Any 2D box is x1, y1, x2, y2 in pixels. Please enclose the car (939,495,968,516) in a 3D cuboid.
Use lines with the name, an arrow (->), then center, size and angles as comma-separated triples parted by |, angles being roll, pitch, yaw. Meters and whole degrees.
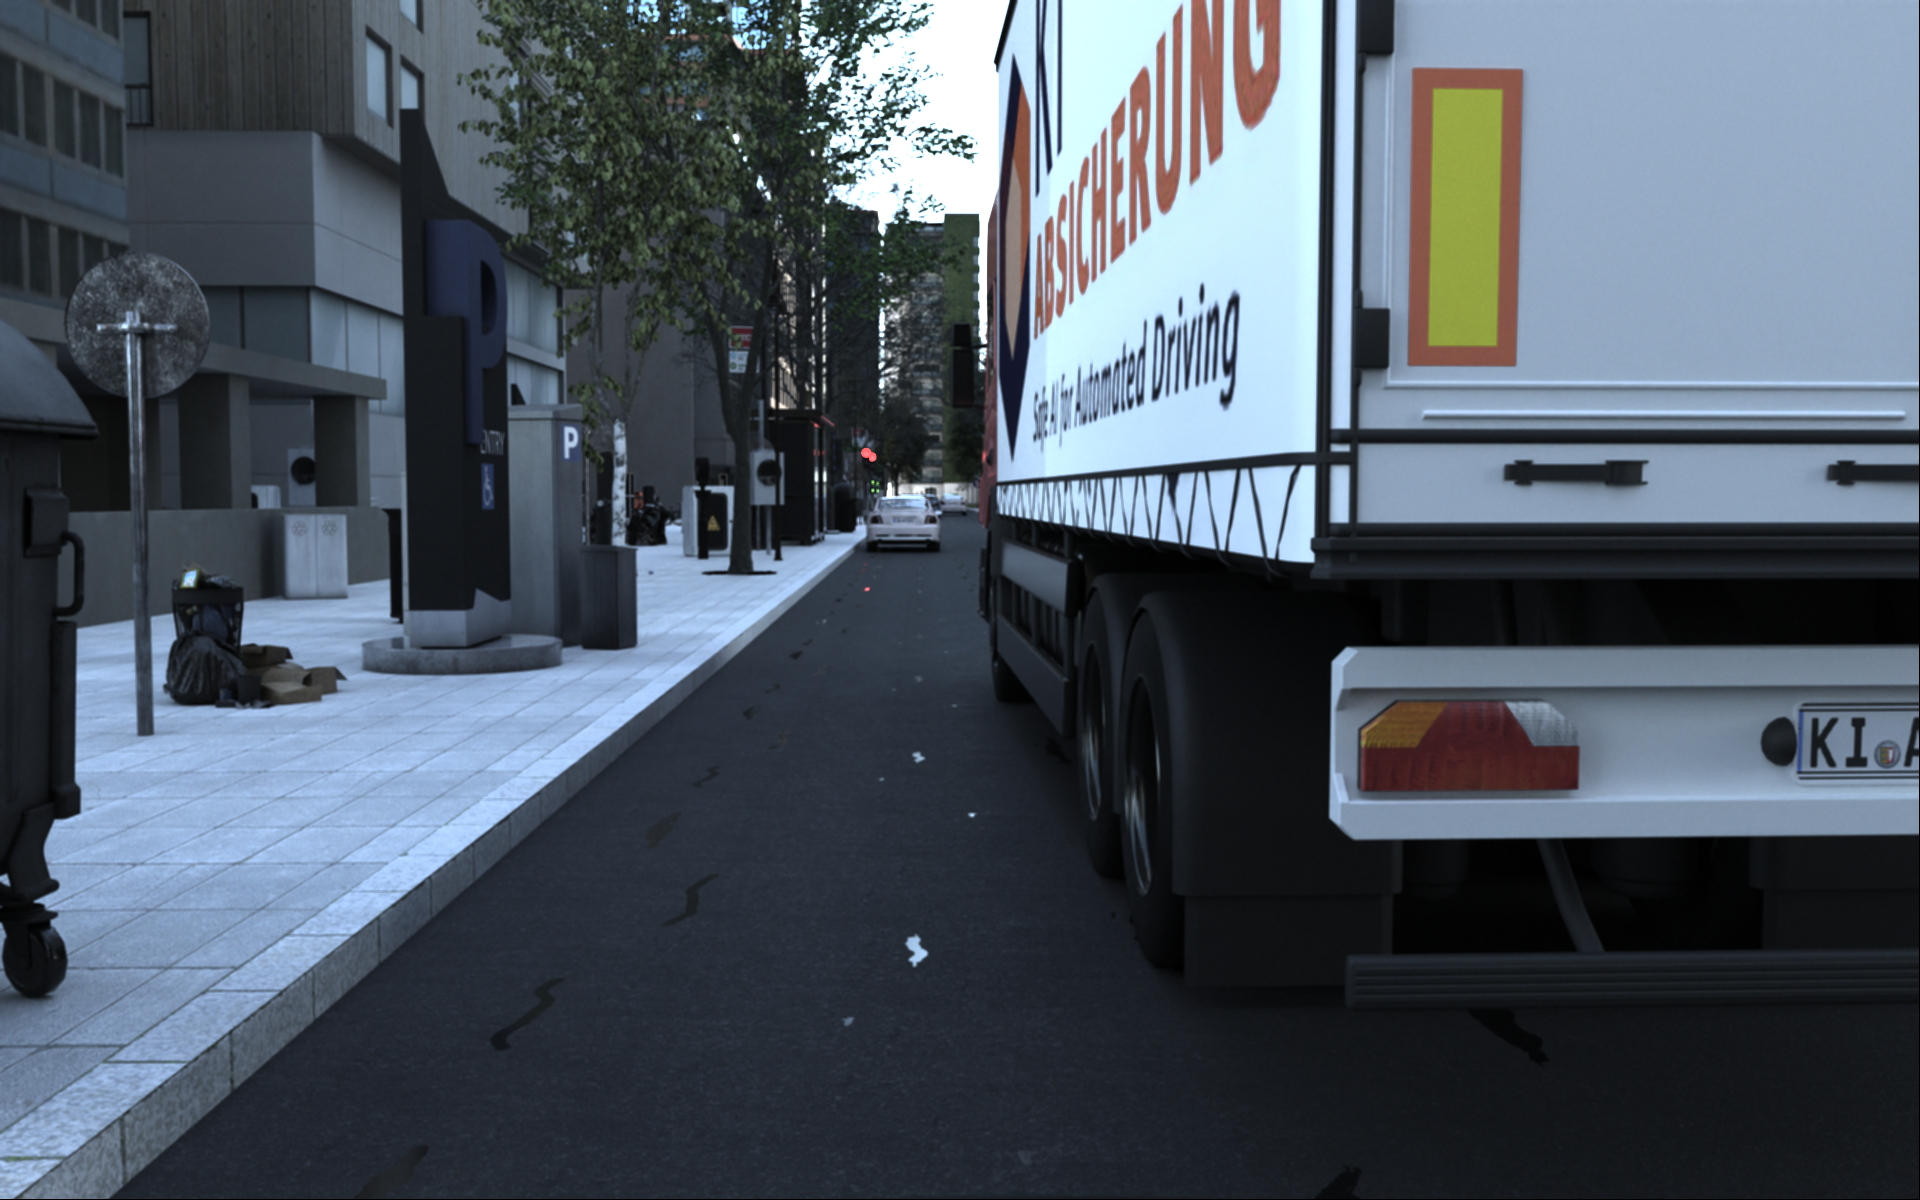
car -> -0.494, -6.399, 116.988 | 2.083, 1.381, 4.827 | 0, 4, -1

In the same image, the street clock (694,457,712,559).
street clock -> -5.076, -1.811, 34.184 | 0.358, 2.002, 0.471 | -1, 4, -14

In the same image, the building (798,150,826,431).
building -> -22.197, -31.008, 190.577 | 14.154, 41.232, 14.086 | 0, 4, -1

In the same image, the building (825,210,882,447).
building -> -26.106, -36.822, 256.656 | 28.867, 44.769, 22.147 | 0, 4, -1

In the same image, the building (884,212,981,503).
building -> -4.152, -34.837, 253.175 | 14.086, 41.232, 14.154 | 0, 4, -1

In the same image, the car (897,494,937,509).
car -> -1.922, -3.651, 69.484 | 2.009, 1.686, 4.222 | 0, 4, -2

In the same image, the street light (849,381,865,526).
street light -> -4.195, -5.908, 69.378 | 0.468, 5.910, 1.993 | 0, 4, -1

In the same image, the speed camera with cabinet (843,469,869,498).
speed camera with cabinet -> -5.802, -5.973, 91.995 | 2.038, 3.252, 0.660 | 2, 4, 32

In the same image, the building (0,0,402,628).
building -> -24.623, -20.020, 19.209 | 32.217, 40.220, 23.993 | 0, 4, -1

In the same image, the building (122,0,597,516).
building -> -25.714, -28.039, 47.674 | 27.495, 52.752, 28.713 | 0, 4, -1

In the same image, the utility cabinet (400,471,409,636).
utility cabinet -> -4.443, -0.430, 15.718 | 1.173, 1.500, 0.318 | -3, 5, -40

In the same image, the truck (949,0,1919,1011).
truck -> 1.549, -1.203, 8.590 | 2.839, 4.237, 11.283 | 0, 4, -3

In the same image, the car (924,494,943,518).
car -> -2.029, -5.591, 103.416 | 2.014, 1.417, 4.499 | 0, 4, 0

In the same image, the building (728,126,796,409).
building -> -23.588, -20.152, 133.999 | 19.350, 26.468, 34.151 | 0, 4, -1

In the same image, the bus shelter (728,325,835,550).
bus shelter -> -4.486, -4.058, 43.978 | 2.179, 5.291, 8.768 | 0, 4, -1

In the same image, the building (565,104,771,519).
building -> -19.388, -17.291, 101.778 | 14.314, 24.678, 30.058 | 0, 4, -1

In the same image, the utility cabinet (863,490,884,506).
utility cabinet -> -4.941, -5.498, 98.565 | 1.173, 1.500, 0.318 | 1, 4, 10

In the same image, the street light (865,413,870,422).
street light -> -4.442, -6.588, 80.493 | 0.468, 5.910, 1.993 | 0, 4, -1

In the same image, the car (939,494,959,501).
car -> -0.715, -7.944, 138.683 | 1.959, 1.807, 4.718 | 0, 4, 0

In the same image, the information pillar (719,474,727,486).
information pillar -> -8.661, -3.602, 63.384 | 0.304, 2.012, 0.304 | 0, 4, -6

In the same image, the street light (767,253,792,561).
street light -> -3.520, -3.703, 33.340 | 0.468, 5.910, 1.993 | 0, 4, -1

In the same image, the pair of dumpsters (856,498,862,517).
pair of dumpsters -> -6.196, -5.696, 95.627 | 1.574, 2.255, 4.437 | 0, 4, -1

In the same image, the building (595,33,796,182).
building -> -26.022, -31.417, 168.290 | 22.147, 44.769, 28.867 | 0, 4, -1

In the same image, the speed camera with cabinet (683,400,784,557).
speed camera with cabinet -> -4.693, -2.543, 35.913 | 2.038, 3.252, 0.660 | -2, 4, -27

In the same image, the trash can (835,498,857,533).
trash can -> -3.796, -2.826, 57.851 | 0.748, 1.137, 0.748 | 0, 3, 0

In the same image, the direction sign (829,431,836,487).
direction sign -> -4.623, -4.331, 62.806 | 0.379, 3.537, 0.876 | -1, 4, -20

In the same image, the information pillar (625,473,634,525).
information pillar -> -11.490, -3.398, 60.043 | 0.304, 2.012, 0.304 | 1, 4, 17

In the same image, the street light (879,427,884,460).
street light -> -5.310, -8.791, 116.527 | 0.468, 5.910, 1.993 | 0, 4, -1

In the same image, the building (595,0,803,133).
building -> -31.147, -54.895, 210.197 | 31.000, 86.520, 22.319 | 0, 4, -1

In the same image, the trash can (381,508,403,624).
trash can -> -5.372, -0.344, 17.279 | 0.748, 1.137, 0.748 | 0, 3, 0

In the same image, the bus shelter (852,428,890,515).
bus shelter -> -5.554, -7.986, 108.205 | 2.179, 5.291, 8.768 | 0, 4, -1

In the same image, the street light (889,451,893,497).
street light -> -6.080, -10.995, 152.563 | 0.468, 5.910, 1.993 | 0, 4, -1

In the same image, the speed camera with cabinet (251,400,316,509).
speed camera with cabinet -> -13.289, -2.404, 33.639 | 2.038, 3.252, 0.660 | 0, 4, 2

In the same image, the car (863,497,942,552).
car -> -1.475, -1.973, 44.624 | 2.083, 1.381, 4.827 | 0, 4, -3

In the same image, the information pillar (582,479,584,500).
information pillar -> -19.049, -5.045, 86.971 | 0.304, 2.012, 0.304 | 1, 4, 14

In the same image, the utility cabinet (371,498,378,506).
utility cabinet -> -11.891, -1.410, 34.213 | 0.306, 1.237, 1.020 | 1, 4, 14
